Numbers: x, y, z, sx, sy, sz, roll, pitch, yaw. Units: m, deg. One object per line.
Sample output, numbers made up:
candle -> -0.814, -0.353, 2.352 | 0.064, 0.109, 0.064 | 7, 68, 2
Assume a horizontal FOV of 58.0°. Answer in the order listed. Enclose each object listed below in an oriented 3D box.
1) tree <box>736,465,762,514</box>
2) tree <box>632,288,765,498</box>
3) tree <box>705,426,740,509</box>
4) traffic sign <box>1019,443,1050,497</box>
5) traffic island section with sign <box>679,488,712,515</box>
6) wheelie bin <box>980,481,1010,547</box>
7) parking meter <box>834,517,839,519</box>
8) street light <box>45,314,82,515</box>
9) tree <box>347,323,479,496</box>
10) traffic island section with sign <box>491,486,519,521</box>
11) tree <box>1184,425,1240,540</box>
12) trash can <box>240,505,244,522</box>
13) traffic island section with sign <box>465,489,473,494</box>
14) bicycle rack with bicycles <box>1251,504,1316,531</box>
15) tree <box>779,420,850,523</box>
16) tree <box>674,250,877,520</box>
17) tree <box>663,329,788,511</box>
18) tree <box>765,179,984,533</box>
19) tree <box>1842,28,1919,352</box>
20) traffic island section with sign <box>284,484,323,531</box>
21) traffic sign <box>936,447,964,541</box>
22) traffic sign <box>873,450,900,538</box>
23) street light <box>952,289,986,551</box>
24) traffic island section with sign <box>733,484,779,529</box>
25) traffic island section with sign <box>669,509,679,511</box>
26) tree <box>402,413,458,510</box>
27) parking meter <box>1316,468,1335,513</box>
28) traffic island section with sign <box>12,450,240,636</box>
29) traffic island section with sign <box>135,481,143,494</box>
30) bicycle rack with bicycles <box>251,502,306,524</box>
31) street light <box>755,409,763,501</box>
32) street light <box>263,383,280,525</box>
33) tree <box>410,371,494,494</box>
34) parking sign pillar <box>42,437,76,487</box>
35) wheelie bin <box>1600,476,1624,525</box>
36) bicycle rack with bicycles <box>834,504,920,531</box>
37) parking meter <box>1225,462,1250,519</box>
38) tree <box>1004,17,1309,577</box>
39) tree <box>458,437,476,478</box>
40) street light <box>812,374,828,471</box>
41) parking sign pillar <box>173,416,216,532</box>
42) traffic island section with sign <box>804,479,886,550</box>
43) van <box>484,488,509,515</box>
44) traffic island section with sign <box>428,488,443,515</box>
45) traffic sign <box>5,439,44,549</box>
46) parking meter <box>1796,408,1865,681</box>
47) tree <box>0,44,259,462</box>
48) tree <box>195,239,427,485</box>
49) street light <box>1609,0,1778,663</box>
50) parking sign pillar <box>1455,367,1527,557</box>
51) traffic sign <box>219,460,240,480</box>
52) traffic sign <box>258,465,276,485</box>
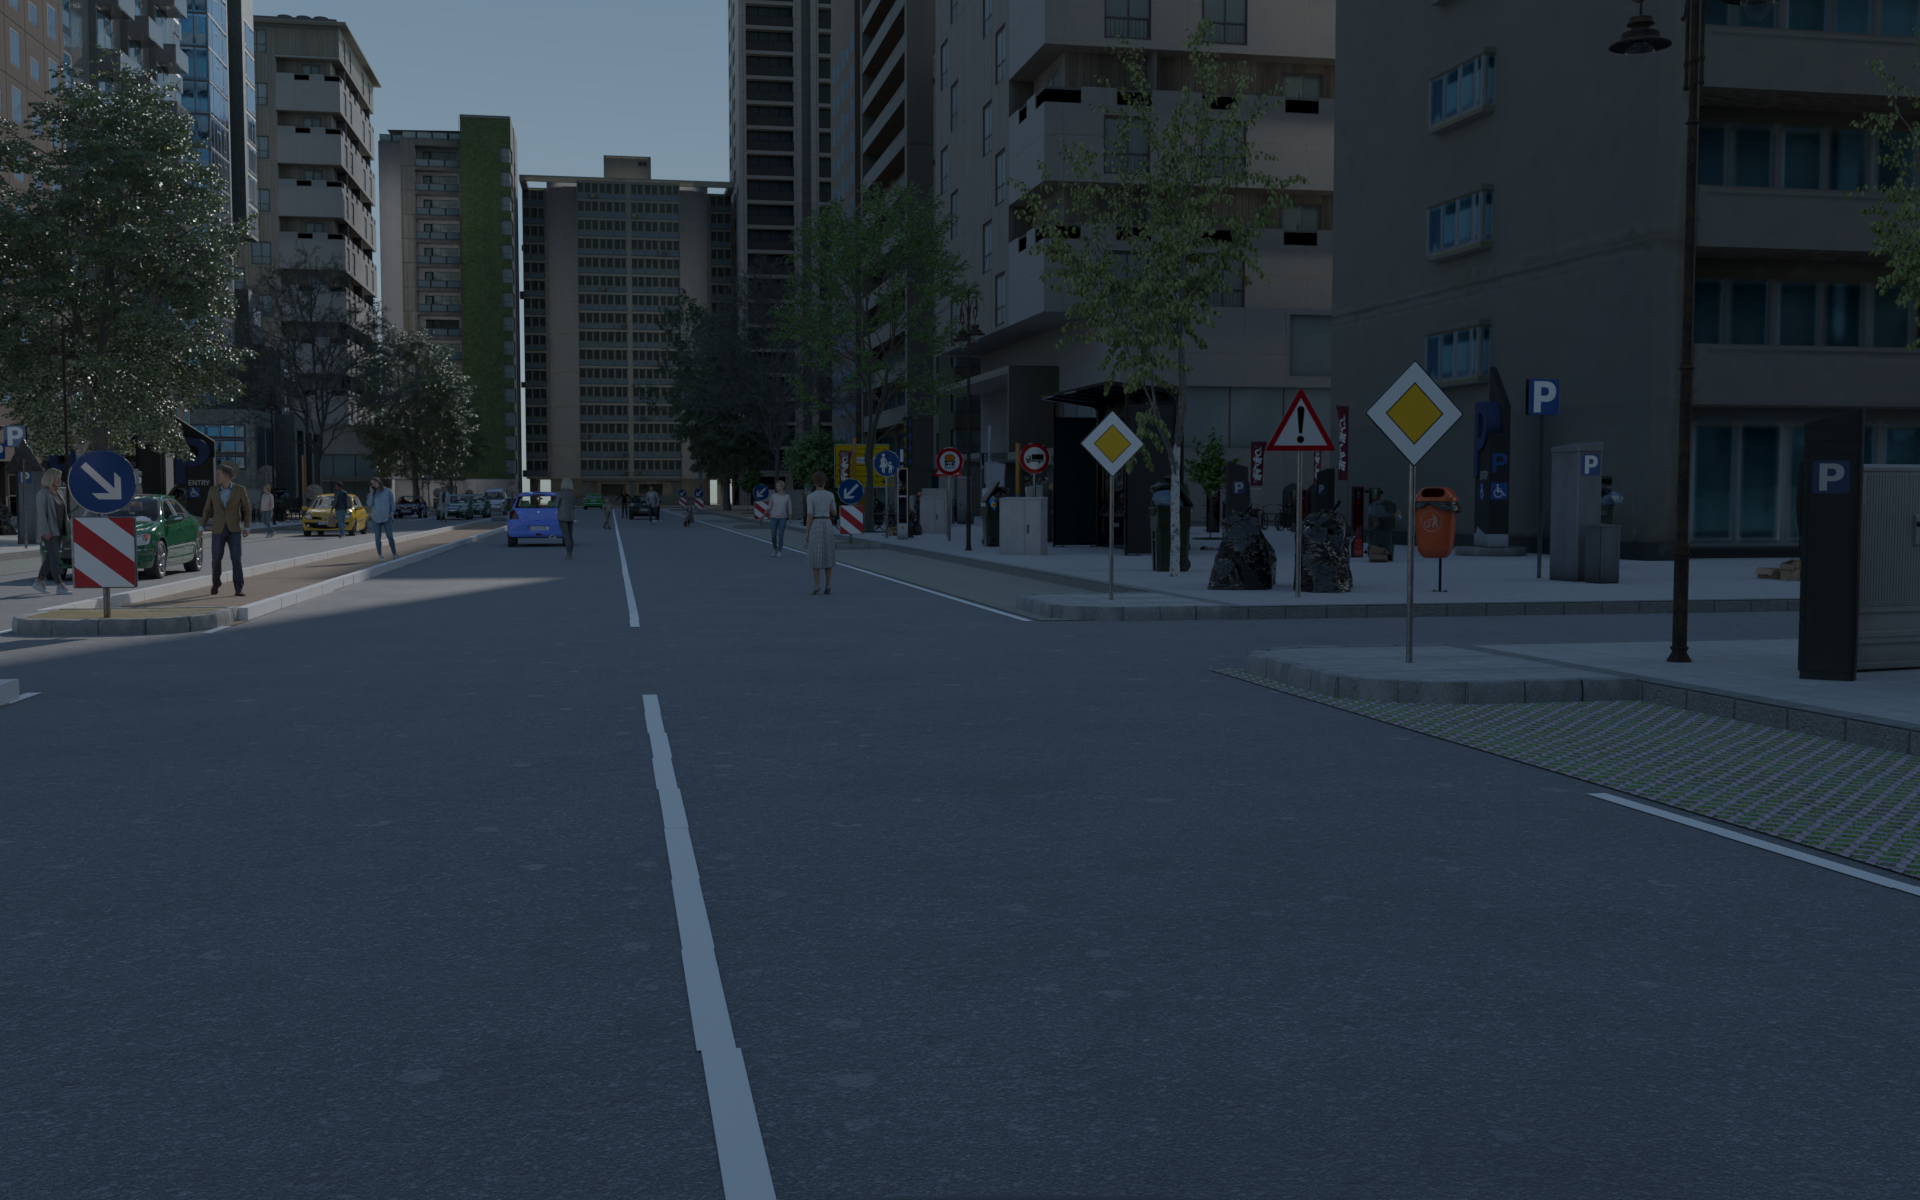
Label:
tree -> -13.839, -7.312, 114.152 | 1.663, 3.219, 1.824 | 0, 3, 0
tree -> -23.455, -18.472, 157.902 | 12.611, 20.169, 13.585 | 0, 3, 0
tree -> -19.755, -11.838, 143.914 | 4.737, 8.622, 4.395 | 0, 3, 0
traffic sign -> 1.851, -2.625, 43.023 | 0.768, 2.556, 0.104 | 0, 4, -5
traffic island section with sign -> -18.449, -6.900, 121.450 | 1.989, 1.847, 2.006 | -1, 4, -11
wheelie bin -> 0.878, -2.109, 42.393 | 0.693, 1.594, 0.980 | -1, 4, -11
parking meter -> -6.191, -4.840, 87.550 | 0.372, 1.533, 0.369 | 0, 3, 0
street light -> -23.097, -4.401, 44.739 | 0.468, 5.910, 1.993 | -1, 4, -11
tree -> -40.261, -13.508, 127.516 | 9.857, 13.997, 8.962 | 0, 3, 0
traffic island section with sign -> -23.852, -5.138, 92.146 | 2.006, 1.907, 1.989 | -1, 4, -11
tree -> 7.177, -3.313, 48.767 | 1.663, 3.219, 1.824 | 0, 3, 0
trash can -> -33.007, -4.127, 79.128 | 0.748, 1.137, 0.748 | 0, 3, 0
traffic island section with sign -> -40.901, -8.313, 144.553 | 1.989, 1.847, 2.006 | -1, 4, -11
bicycle rack with bicycles -> 11.692, -2.907, 60.911 | 2.852, 0.926, 2.925 | 0, 4, -7
tree -> -6.297, -5.704, 76.969 | 4.285, 4.588, 4.351 | 0, 3, 0
tree -> -9.262, -10.812, 87.149 | 12.009, 13.543, 11.850 | 0, 3, 0
tree -> -17.879, -13.863, 133.313 | 9.857, 13.997, 8.962 | 0, 3, 0
tree -> -2.930, -8.042, 57.236 | 9.928, 11.665, 9.643 | 0, 3, 0
tree -> 15.977, -4.699, 27.195 | 4.737, 8.622, 4.395 | 0, 3, 0
traffic island section with sign -> -25.505, -3.656, 68.403 | 1.989, 1.847, 2.006 | -1, 4, -11
traffic sign -> -0.289, -2.885, 47.272 | 0.768, 2.556, 0.104 | -1, 4, -11
traffic sign -> -2.137, -3.082, 50.502 | 0.768, 2.556, 0.104 | 0, 4, -2
street light -> 0.195, -4.060, 39.172 | 0.468, 5.910, 1.993 | -1, 4, -11
traffic island section with sign -> -8.396, -3.858, 71.704 | 1.989, 1.847, 2.006 | -1, 4, -11
traffic island section with sign -> -23.920, -8.554, 148.491 | 1.989, 1.847, 2.006 | -1, 4, -11
tree -> -42.388, -11.426, 137.177 | 4.360, 8.622, 3.978 | 0, 3, 0
parking meter -> 8.329, -2.068, 39.519 | 0.255, 1.863, 0.399 | -2, 4, -28
traffic island section with sign -> -8.955, -0.633, 18.493 | 2.006, 1.907, 1.989 | -1, 4, -11
traffic island section with sign -> -20.105, -2.023, 41.698 | 1.989, 1.847, 2.006 | -1, 4, -11
bicycle rack with bicycles -> -30.964, -3.962, 78.167 | 2.925, 0.926, 2.852 | 3, 4, 37
street light -> -10.980, -7.452, 94.620 | 0.468, 5.910, 1.993 | -1, 4, -11
street light -> -28.672, -6.083, 72.245 | 0.468, 5.910, 1.993 | -1, 4, -11
tree -> -46.502, -14.683, 158.198 | 7.486, 12.596, 7.792 | 0, 3, 0
parking sign pillar -> -35.652, -4.907, 68.704 | 1.447, 3.967, 1.447 | 2, 4, 34
wheelie bin -> 11.038, -1.361, 30.158 | 0.980, 1.594, 0.693 | 1, 4, 9
bicycle rack with bicycles -> -2.681, -2.903, 60.839 | 2.925, 0.926, 2.852 | 1, 4, 14
parking meter -> 5.005, -1.561, 31.234 | 0.399, 1.863, 0.255 | 0, 4, -5
tree -> 3.101, -4.667, 26.667 | 4.737, 8.622, 4.395 | 0, 3, 0
tree -> -48.304, -13.166, 165.631 | 4.360, 8.622, 3.978 | 0, 3, 0
street light -> -5.424, -5.769, 67.110 | 0.468, 5.910, 1.993 | -1, 4, -11
parking sign pillar -> -26.303, -4.347, 59.542 | 1.447, 3.967, 1.447 | -1, 4, -13
traffic island section with sign -> -3.057, -2.242, 45.280 | 1.989, 1.847, 2.006 | -1, 4, -11
van -> -32.105, -6.875, 119.425 | 2.013, 2.044, 4.112 | -1, 4, -13
traffic island section with sign -> -35.522, -6.689, 117.987 | 1.989, 1.847, 2.006 | -1, 4, -11
traffic sign -> -22.015, -2.492, 40.754 | 0.884, 2.594, 0.081 | 0, 4, -3
parking meter -> 6.011, -0.384, 11.992 | 0.399, 1.863, 0.255 | 2, 4, 31
tree -> -25.403, -8.816, 50.797 | 9.857, 13.997, 8.962 | 0, 3, 0
tree -> -31.048, -10.579, 83.331 | 12.009, 13.543, 11.850 | 0, 3, 0
street light -> 5.504, -2.464, 13.078 | 0.468, 5.910, 1.993 | -1, 4, -11
parking sign pillar -> 11.101, -2.914, 36.121 | 1.447, 3.967, 1.447 | 0, 4, 4
traffic sign -> -27.106, -3.922, 64.228 | 0.768, 2.556, 0.104 | -1, 4, -10
traffic sign -> -30.509, -4.660, 76.293 | 0.768, 2.556, 0.104 | 0, 4, -6
